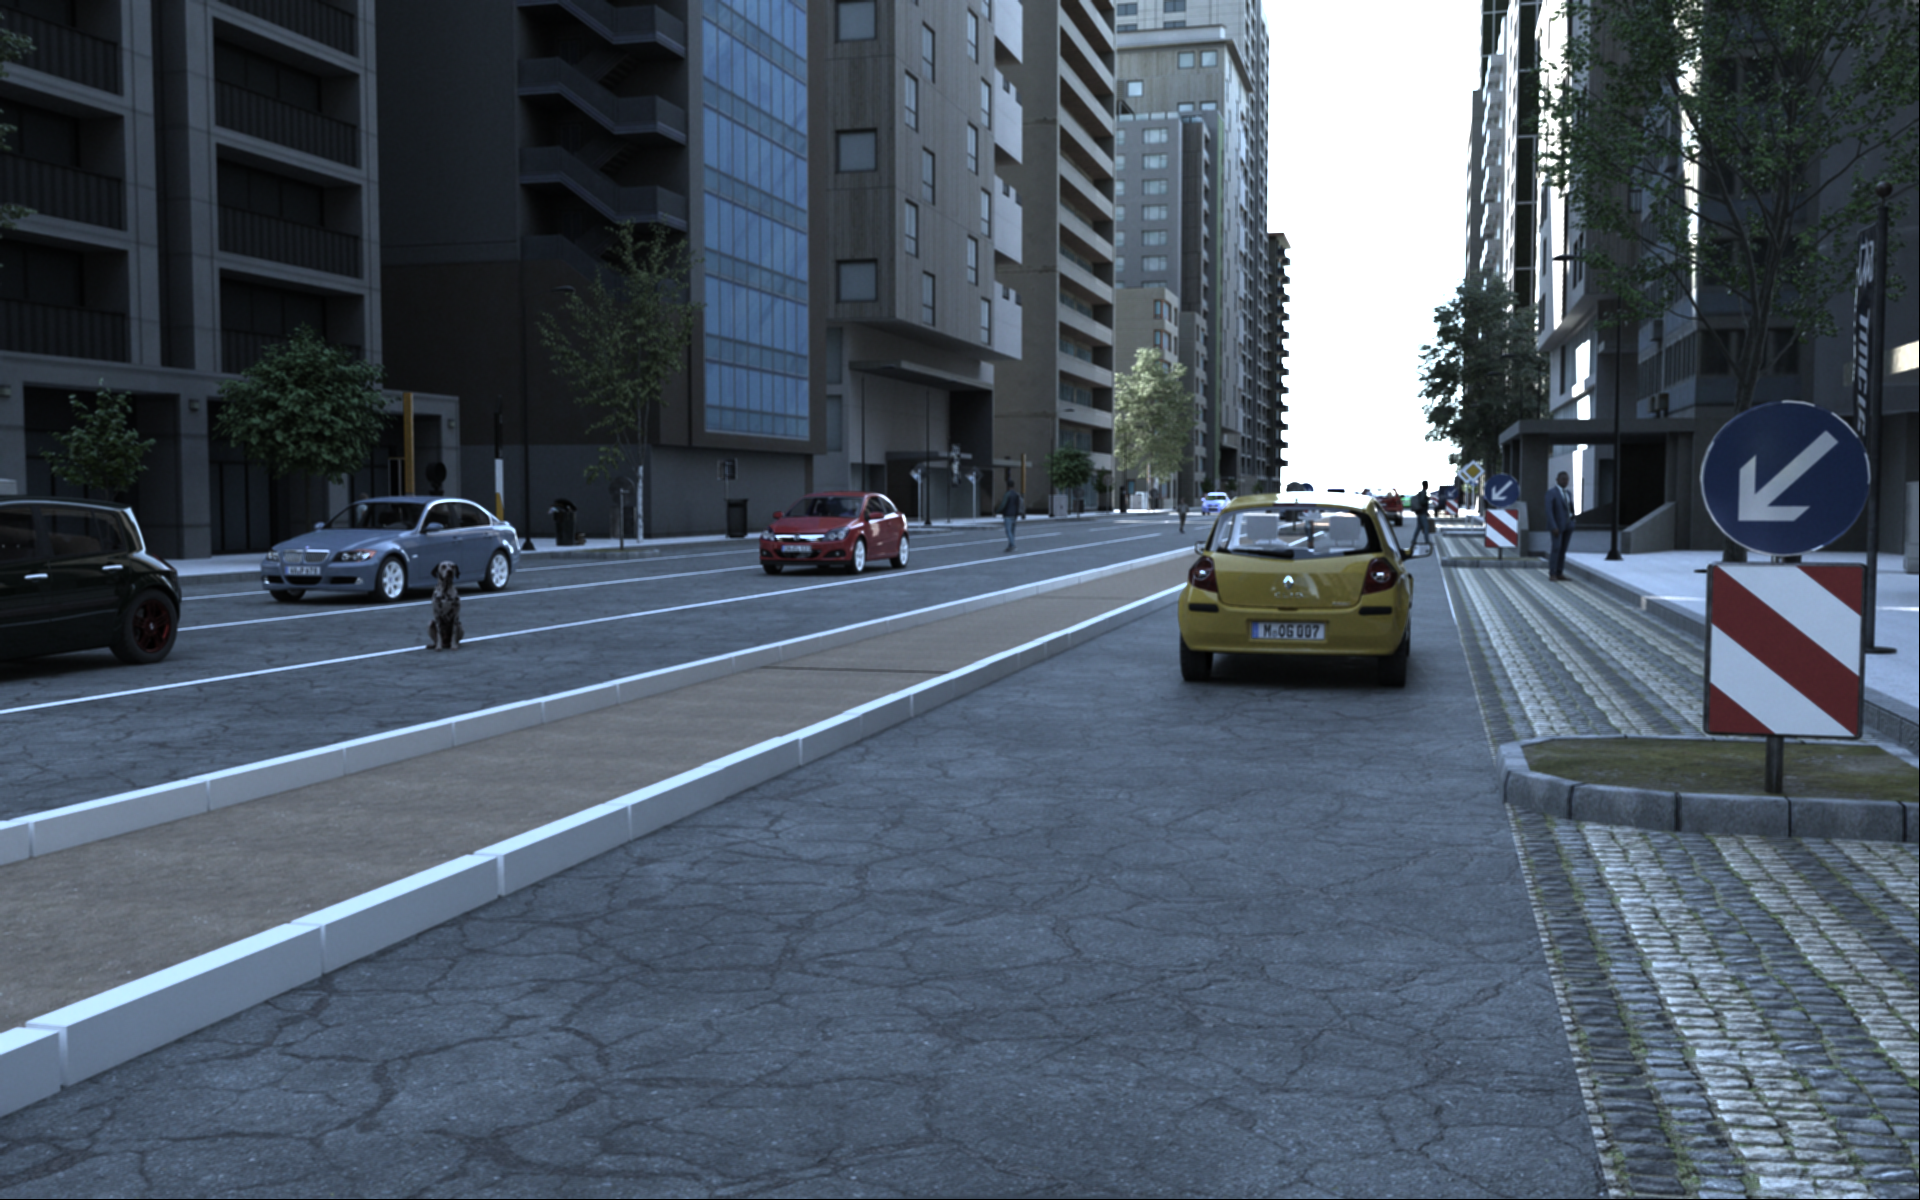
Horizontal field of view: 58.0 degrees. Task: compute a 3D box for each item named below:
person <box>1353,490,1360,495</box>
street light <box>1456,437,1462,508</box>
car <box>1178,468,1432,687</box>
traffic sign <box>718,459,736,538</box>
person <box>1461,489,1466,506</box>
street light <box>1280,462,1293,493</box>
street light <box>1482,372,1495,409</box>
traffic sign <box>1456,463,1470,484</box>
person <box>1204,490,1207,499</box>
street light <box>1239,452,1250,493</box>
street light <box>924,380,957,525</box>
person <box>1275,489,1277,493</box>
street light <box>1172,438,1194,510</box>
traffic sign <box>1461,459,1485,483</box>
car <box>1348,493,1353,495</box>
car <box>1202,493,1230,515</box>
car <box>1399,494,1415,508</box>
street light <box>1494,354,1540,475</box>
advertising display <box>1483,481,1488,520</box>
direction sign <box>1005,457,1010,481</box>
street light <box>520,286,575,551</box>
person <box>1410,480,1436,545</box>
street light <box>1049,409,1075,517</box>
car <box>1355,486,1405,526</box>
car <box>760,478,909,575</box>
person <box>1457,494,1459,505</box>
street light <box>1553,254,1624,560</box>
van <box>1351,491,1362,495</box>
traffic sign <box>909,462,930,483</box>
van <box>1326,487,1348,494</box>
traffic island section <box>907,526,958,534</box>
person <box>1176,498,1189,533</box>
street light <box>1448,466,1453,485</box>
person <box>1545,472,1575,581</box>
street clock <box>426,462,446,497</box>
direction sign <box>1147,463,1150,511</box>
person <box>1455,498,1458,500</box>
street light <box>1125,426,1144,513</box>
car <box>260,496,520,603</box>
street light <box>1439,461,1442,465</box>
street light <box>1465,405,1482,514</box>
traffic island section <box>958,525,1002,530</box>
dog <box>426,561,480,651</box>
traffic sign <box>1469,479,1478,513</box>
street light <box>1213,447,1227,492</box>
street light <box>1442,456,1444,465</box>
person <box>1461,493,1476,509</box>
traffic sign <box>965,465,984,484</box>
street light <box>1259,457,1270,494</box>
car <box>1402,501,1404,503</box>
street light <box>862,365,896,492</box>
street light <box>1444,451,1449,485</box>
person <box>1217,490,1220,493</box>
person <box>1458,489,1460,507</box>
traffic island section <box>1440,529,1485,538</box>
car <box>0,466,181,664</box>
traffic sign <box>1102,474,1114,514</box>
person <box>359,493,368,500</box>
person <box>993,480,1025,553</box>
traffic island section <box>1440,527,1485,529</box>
[{"bbox_3d":[39.226,-9.951,171.333,1.348,1.807,0.705,1,4,22],"label":"person"},{"bbox_3d":[33.596,-8.649,113.947,1.470,5.913,1.316,1,4,15],"label":"street light"},{"bbox_3d":[2.897,-0.260,14.468,2.015,1.641,3.980,1,4,15],"label":"car"},{"bbox_3d":[-6.727,-2.924,49.935,0.606,2.300,0.079,1,4,23],"label":"traffic sign"},{"bbox_3d":[52.690,-10.759,181.972,1.348,1.822,0.705,1,4,13],"label":"person"},{"bbox_3d":[46.706,-16.931,249.359,1.470,5.913,1.316,1,4,15],"label":"street light"},{"bbox_3d":[20.776,-5.715,65.989,1.470,5.913,1.316,1,4,15],"label":"street light"},{"bbox_3d":[19.215,-3.879,65.608,0.795,2.593,0.064,1,4,15],"label":"traffic sign"},{"bbox_3d":[20.562,-8.339,145.554,0.721,1.736,1.217,1,4,10],"label":"person"},{"bbox_3d":[31.735,-13.513,193.483,1.470,5.913,1.316,1,4,15],"label":"street light"},{"bbox_3d":[-0.797,-6.007,70.758,1.470,5.913,1.316,1,4,15],"label":"street light"},{"bbox_3d":[26.205,-8.255,143.557,1.350,1.814,0.705,-1,4,-15],"label":"person"},{"bbox_3d":[18.180,-10.378,142.222,1.470,5.913,1.316,1,4,15],"label":"street light"},{"bbox_3d":[17.160,-3.407,57.890,0.795,2.593,0.064,1,4,15],"label":"traffic sign"},{"bbox_3d":[39.739,-10.305,177.534,2.155,1.783,4.494,1,4,16],"label":"car"},{"bbox_3d":[17.977,-6.841,121.445,1.945,1.707,3.694,1,4,15],"label":"car"},{"bbox_3d":[38.575,-8.602,149.434,1.959,1.807,4.718,1,4,15],"label":"car"},{"bbox_3d":[18.609,-5.194,57.464,1.470,5.913,1.316,1,4,15],"label":"street light"},{"bbox_3d":[26.385,-4.998,86.935,0.123,1.923,0.974,1,4,11],"label":"advertising display"},{"bbox_3d":[2.871,-6.896,104.748,0.379,3.537,0.876,1,4,22],"label":"direction sign"},{"bbox_3d":[-9.292,-4.067,39.031,1.470,5.913,1.316,1,4,15],"label":"street light"},{"bbox_3d":[12.577,-2.354,46.977,0.713,1.824,0.794,2,4,25],"label":"person"},{"bbox_3d":[5.573,-7.483,94.888,1.470,5.913,1.316,1,4,15],"label":"street light"},{"bbox_3d":[19.277,-4.337,79.587,2.281,1.827,5.304,1,4,13],"label":"car"},{"bbox_3d":[-2.293,-1.420,32.257,2.155,1.783,4.494,1,4,15],"label":"car"},{"bbox_3d":[50.975,-10.251,176.877,0.599,1.433,0.991,0,4,-2],"label":"person"},{"bbox_3d":[12.183,-3.735,33.610,1.470,5.913,1.316,1,4,15],"label":"street light"},{"bbox_3d":[48.582,-12.551,212.223,2.013,2.044,4.112,1,4,14],"label":"van"},{"bbox_3d":[-1.482,-3.710,62.856,0.795,2.593,0.064,1,4,15],"label":"traffic sign"},{"bbox_3d":[34.451,-9.425,158.490,2.240,2.365,5.245,1,4,15],"label":"van"},{"bbox_3d":[-1.507,-2.486,62.930,2.009,0.180,2.903,1,4,15],"label":"traffic island section"},{"bbox_3d":[8.183,-3.105,63.536,0.475,1.303,0.640,-1,4,-14],"label":"person"},{"bbox_3d":[40.709,-10.285,140.706,1.470,5.913,1.316,1,4,15],"label":"street light"},{"bbox_3d":[9.866,-1.213,28.512,0.721,1.800,0.419,-3,4,-38],"label":"person"},{"bbox_3d":[-11.820,-2.113,39.120,0.358,2.002,0.471,1,4,19],"label":"street clock"},{"bbox_3d":[13.994,-8.348,128.482,0.379,3.537,0.876,0,4,-6],"label":"direction sign"},{"bbox_3d":[55.047,-11.156,191.704,1.065,1.426,0.557,-3,5,-40],"label":"person"},{"bbox_3d":[11.862,-8.931,118.568,1.470,5.913,1.316,1,4,15],"label":"street light"},{"bbox_3d":[-7.909,-0.760,24.431,2.014,1.417,4.499,1,4,15],"label":"car"},{"bbox_3d":[59.690,-14.634,211.812,1.470,5.913,1.316,1,4,15],"label":"street light"},{"bbox_3d":[27.268,-7.193,90.144,1.470,5.913,1.316,1,4,15],"label":"street light"},{"bbox_3d":[0.548,-2.958,70.647,2.009,0.180,2.903,1,4,15],"label":"traffic island section"},{"bbox_3d":[-4.692,0.044,16.122,0.513,0.831,0.800,1,4,21],"label":"dog"},{"bbox_3d":[34.121,-7.027,115.003,0.768,2.556,0.104,1,4,21],"label":"traffic sign"},{"bbox_3d":[25.439,-12.066,169.823,1.470,5.913,1.316,1,4,15],"label":"street light"},{"bbox_3d":[53.371,-13.188,188.158,1.470,5.913,1.316,1,4,15],"label":"street light"},{"bbox_3d":[44.188,-8.836,150.506,1.348,1.824,0.705,2,4,31],"label":"person"},{"bbox_3d":[0.573,-4.182,70.574,0.795,2.593,0.064,1,4,15],"label":"traffic sign"},{"bbox_3d":[38.086,-14.960,217.128,1.470,5.913,1.316,1,4,15],"label":"street light"},{"bbox_3d":[24.161,-5.388,98.313,2.015,1.641,3.980,1,4,16],"label":"car"},{"bbox_3d":[-2.992,-5.514,62.690,1.470,5.913,1.316,1,4,15],"label":"street light"},{"bbox_3d":[47.015,-11.742,164.514,1.470,5.913,1.316,1,4,15],"label":"street light"},{"bbox_3d":[26.780,-10.523,178.810,0.721,1.743,1.217,3,5,45],"label":"person"},{"bbox_3d":[48.017,-9.750,166.172,0.721,1.735,1.217,1,4,14],"label":"person"},{"bbox_3d":[17.185,-2.183,57.967,2.009,0.180,2.903,1,4,15],"label":"traffic island section"},{"bbox_3d":[-7.972,-0.226,13.478,2.009,1.686,4.222,1,4,15],"label":"car"},{"bbox_3d":[9.400,-6.743,110.349,0.768,2.556,0.104,1,4,21],"label":"traffic sign"},{"bbox_3d":[-12.831,-1.643,37.147,0.306,1.304,0.590,2,4,23],"label":"person"},{"bbox_3d":[1.243,-2.063,42.574,0.721,1.781,0.623,2,4,33],"label":"person"},{"bbox_3d":[19.239,-2.655,65.684,2.009,0.180,2.903,1,4,15],"label":"traffic island section"}]
